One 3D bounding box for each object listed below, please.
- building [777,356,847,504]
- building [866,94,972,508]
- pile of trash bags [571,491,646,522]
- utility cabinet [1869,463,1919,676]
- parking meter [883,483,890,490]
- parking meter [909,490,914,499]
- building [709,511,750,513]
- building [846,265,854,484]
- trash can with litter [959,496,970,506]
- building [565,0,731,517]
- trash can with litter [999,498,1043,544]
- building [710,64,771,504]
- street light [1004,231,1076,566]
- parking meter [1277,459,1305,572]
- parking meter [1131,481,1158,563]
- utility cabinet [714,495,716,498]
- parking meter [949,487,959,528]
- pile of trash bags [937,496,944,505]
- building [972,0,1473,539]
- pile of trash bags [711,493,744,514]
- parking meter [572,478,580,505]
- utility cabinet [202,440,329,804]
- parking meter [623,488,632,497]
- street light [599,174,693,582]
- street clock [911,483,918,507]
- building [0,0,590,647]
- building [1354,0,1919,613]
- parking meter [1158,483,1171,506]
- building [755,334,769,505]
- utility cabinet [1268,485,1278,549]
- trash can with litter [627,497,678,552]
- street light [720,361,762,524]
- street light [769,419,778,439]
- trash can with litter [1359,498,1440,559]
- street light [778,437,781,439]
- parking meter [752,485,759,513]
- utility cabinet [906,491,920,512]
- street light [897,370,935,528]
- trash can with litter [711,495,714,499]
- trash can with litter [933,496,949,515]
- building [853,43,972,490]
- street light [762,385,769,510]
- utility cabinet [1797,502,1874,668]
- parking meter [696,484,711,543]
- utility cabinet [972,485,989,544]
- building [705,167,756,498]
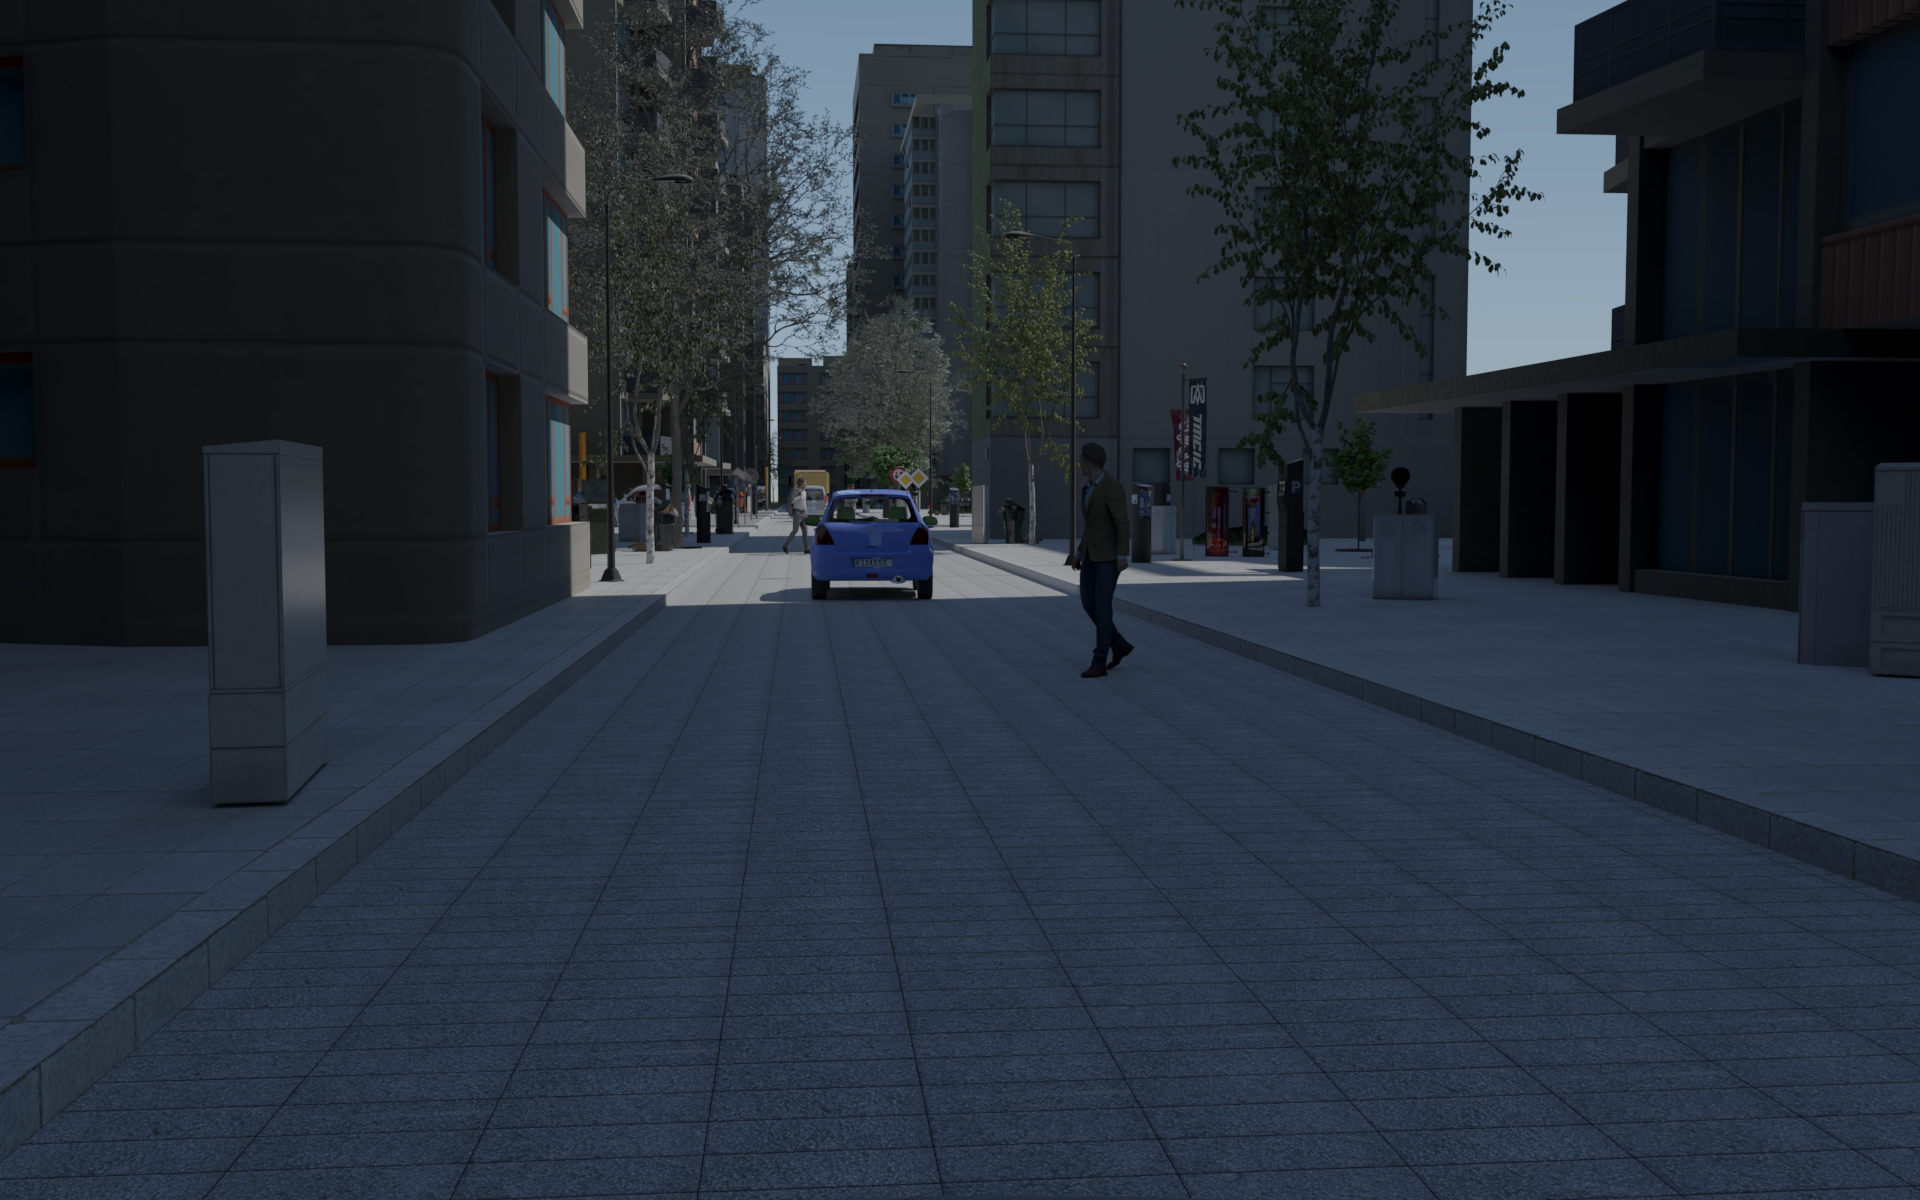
[{"bbox_3d":[-11.413,-24.622,247.616,28.899,21.520,27.650,0,4,-5],"label":"building"},{"bbox_3d":[7.457,-28.782,162.462,32.217,40.220,23.993,0,4,-5],"label":"building"},{"bbox_3d":[-11.305,-2.715,54.136,3.447,1.369,1.912,-1,4,-11],"label":"pile of trash bags"},{"bbox_3d":[6.946,-0.198,11.908,1.173,1.500,0.318,2,4,34],"label":"utility cabinet"},{"bbox_3d":[-3.917,-5.240,91.379,0.399,1.863,0.255,0,4,-6],"label":"parking meter"},{"bbox_3d":[-3.115,-6.412,113.242,0.372,1.533,0.369,0,3,0],"label":"parking meter"},{"bbox_3d":[-31.479,-26.461,124.516,32.217,40.220,23.993,0,4,-5],"label":"building"},{"bbox_3d":[-7.238,-27.233,216.955,14.160,30.474,14.107,0,4,-5],"label":"building"},{"bbox_3d":[0.192,-7.392,132.239,1.055,1.170,0.624,-1,4,-14],"label":"trash can with litter"},{"bbox_3d":[-23.368,-26.559,88.860,22.147,44.769,28.867,0,4,-5],"label":"building"},{"bbox_3d":[1.576,-2.042,44.766,1.055,1.170,0.624,-2,4,-27],"label":"trash can with litter"},{"bbox_3d":[-40.520,-42.698,240.118,28.212,58.520,21.231,0,4,-5],"label":"building"},{"bbox_3d":[1.479,-3.566,30.850,1.470,5.913,1.316,0,4,-5],"label":"street light"},{"bbox_3d":[5.445,-1.395,28.521,0.399,1.863,0.255,-1,4,-22],"label":"parking meter"},{"bbox_3d":[3.389,-1.463,32.339,0.372,1.533,0.369,0,3,0],"label":"parking meter"},{"bbox_3d":[-20.285,-8.282,146.579,1.020,1.237,0.306,1,4,15],"label":"utility cabinet"},{"bbox_3d":[-0.217,-3.530,66.119,0.372,1.533,0.369,0,3,0],"label":"parking meter"},{"bbox_3d":[-0.853,-8.446,147.846,1.912,1.369,3.447,1,4,16],"label":"pile of trash bags"},{"bbox_3d":[7.208,-22.727,55.177,14.154,41.232,14.086,0,4,-5],"label":"building"},{"bbox_3d":[-15.408,-6.179,110.786,3.447,1.369,1.912,1,4,16],"label":"pile of trash bags"},{"bbox_3d":[-13.624,-3.435,61.878,0.255,1.863,0.399,2,4,32],"label":"parking meter"},{"bbox_3d":[-3.038,0.066,7.603,0.318,1.500,1.173,-1,4,-12],"label":"utility cabinet"},{"bbox_3d":[-14.184,-4.008,73.942,0.372,1.533,0.369,0,3,0],"label":"parking meter"},{"bbox_3d":[-4.577,-3.226,25.283,1.470,5.913,1.316,0,4,-5],"label":"street light"},{"bbox_3d":[-2.091,-4.646,80.531,0.358,2.002,0.471,-2,4,-23],"label":"street clock"},{"bbox_3d":[-17.493,-9.930,7.397,27.650,21.520,28.899,0,4,-5],"label":"building"},{"bbox_3d":[18.880,-22.086,15.731,22.147,44.769,28.867,0,4,-5],"label":"building"},{"bbox_3d":[4.649,-1.921,39.815,0.372,1.533,0.369,0,3,0],"label":"parking meter"},{"bbox_3d":[-37.860,-22.221,208.348,28.899,21.520,27.650,0,4,-5],"label":"building"},{"bbox_3d":[7.391,-1.900,39.740,0.318,1.500,1.173,-1,4,-9],"label":"utility cabinet"},{"bbox_3d":[-6.861,-1.669,38.679,1.055,1.170,0.624,-2,4,-25],"label":"trash can with litter"},{"bbox_3d":[-7.717,-5.348,59.978,1.470,5.913,1.316,0,4,-5],"label":"street light"},{"bbox_3d":[-12.186,-8.243,107.317,1.470,5.913,1.316,0,4,-5],"label":"street light"},{"bbox_3d":[8.868,-1.471,35.114,2.233,1.210,1.678,-2,4,-28],"label":"trash can with litter"},{"bbox_3d":[-15.360,-10.366,142.027,1.470,5.913,1.316,0,4,-5],"label":"street light"},{"bbox_3d":[-13.566,-6.668,114.728,0.399,1.863,0.255,0,4,8],"label":"parking meter"},{"bbox_3d":[-3.389,-6.996,123.063,1.173,1.500,0.318,2,4,35],"label":"utility cabinet"},{"bbox_3d":[-1.641,-5.654,64.984,1.470,5.913,1.316,0,4,-5],"label":"street light"},{"bbox_3d":[-20.701,-8.027,142.633,1.055,1.170,0.624,1,4,19],"label":"trash can with litter"},{"bbox_3d":[-1.103,-5.681,104.269,1.055,1.170,0.624,-1,4,-12],"label":"trash can with litter"},{"bbox_3d":[-0.394,-34.313,184.717,21.300,48.544,21.600,0,4,-5],"label":"building"},{"bbox_3d":[-8.957,-6.160,73.257,1.470,5.913,1.316,0,4,-5],"label":"street light"},{"bbox_3d":[6.818,-0.104,12.865,1.020,1.237,0.306,2,4,34],"label":"utility cabinet"},{"bbox_3d":[-6.738,-2.268,45.490,0.372,1.533,0.369,0,3,0],"label":"parking meter"},{"bbox_3d":[0.515,-2.203,44.705,0.318,1.500,1.173,1,4,8],"label":"utility cabinet"},{"bbox_3d":[-25.601,-23.455,155.198,14.160,30.474,14.107,0,4,-5],"label":"building"}]
